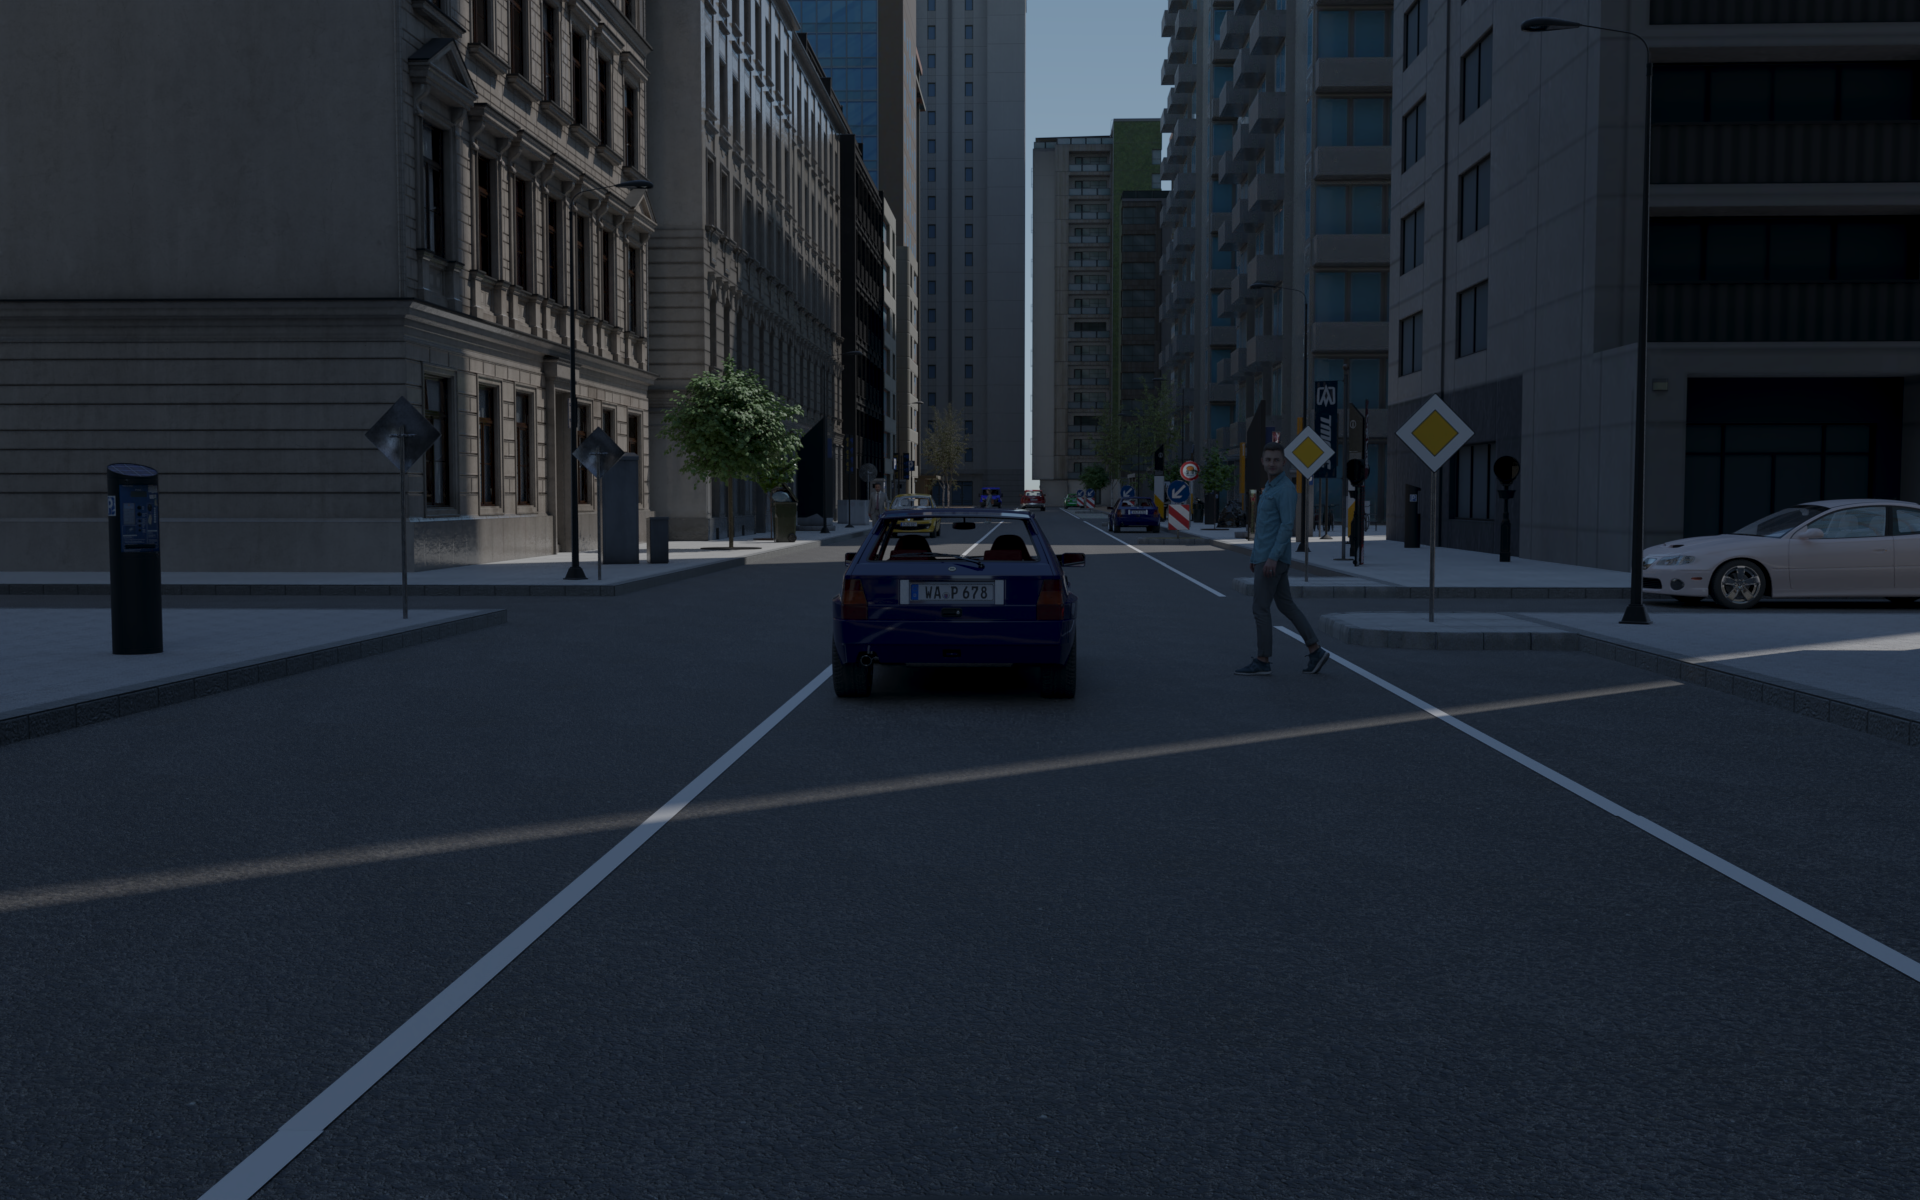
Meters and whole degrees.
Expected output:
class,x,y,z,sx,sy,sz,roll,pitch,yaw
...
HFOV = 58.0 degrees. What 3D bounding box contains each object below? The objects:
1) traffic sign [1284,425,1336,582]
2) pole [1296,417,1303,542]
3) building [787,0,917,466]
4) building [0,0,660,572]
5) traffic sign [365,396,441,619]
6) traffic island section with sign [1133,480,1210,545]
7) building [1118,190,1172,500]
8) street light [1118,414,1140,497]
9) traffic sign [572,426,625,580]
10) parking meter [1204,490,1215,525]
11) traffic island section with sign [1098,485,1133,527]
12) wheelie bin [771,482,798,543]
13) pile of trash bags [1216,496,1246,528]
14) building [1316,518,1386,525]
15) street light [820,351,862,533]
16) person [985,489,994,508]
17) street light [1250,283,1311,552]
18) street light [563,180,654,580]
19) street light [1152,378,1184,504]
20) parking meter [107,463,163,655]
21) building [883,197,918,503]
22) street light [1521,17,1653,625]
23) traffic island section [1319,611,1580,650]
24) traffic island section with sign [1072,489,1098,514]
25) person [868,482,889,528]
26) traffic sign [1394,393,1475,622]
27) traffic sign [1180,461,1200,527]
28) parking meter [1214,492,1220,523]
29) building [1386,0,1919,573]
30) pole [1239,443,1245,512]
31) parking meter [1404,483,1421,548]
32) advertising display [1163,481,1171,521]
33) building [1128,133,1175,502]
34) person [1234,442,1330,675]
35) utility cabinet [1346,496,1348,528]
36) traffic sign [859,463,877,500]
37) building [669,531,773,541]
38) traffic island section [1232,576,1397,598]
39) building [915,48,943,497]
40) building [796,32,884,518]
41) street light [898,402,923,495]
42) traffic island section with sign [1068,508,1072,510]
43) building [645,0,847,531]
class,x,y,z,sx,sy,sz,roll,pitch,yaw
traffic sign,5.066,-1.324,25.285,0.795,2.450,0.064,0,4,2
pole,9.067,-3.198,46.132,0.158,3.312,0.155,0,3,0
building,-10.807,-29.751,136.545,14.600,45.320,14.200,0,4,2
building,-13.250,-10.544,37.025,10.561,19.102,19.286,0,4,2
traffic sign,-5.709,-0.864,17.772,0.795,2.450,0.064,0,4,2
traffic island section with sign,6.161,-2.541,50.174,1.989,1.847,2.006,0,4,2
building,22.219,-24.166,166.810,14.160,30.474,14.107,0,4,2
street light,9.798,-7.804,100.134,1.470,5.913,1.316,0,4,2
traffic sign,-5.368,-1.352,25.750,0.795,2.450,0.064,0,4,2
parking meter,10.463,-4.095,72.667,0.399,1.863,0.255,-3,4,-37
traffic island section with sign,7.310,-4.188,77.105,1.989,1.847,2.006,0,4,2
wheelie bin,-4.676,-2.331,46.020,0.693,1.594,0.980,-1,4,-14
pile of trash bags,11.242,-3.484,66.720,1.912,1.369,3.447,2,4,30
building,24.316,-28.282,82.016,23.786,49.044,30.456,0,4,2
street light,-3.877,-5.133,56.459,1.470,5.913,1.316,0,4,2
person,1.433,-4.655,85.608,0.522,1.701,0.512,0,4,6
street light,7.081,-4.022,38.306,1.470,5.913,1.316,0,4,2
street light,-5.232,-3.258,25.802,1.470,5.913,1.316,0,4,2
street light,8.394,-5.929,69.479,1.470,5.913,1.316,0,4,2
parking meter,-6.638,-0.338,13.937,0.372,1.533,0.369,0,3,0
building,-17.601,-16.574,116.032,27.650,21.520,28.899,0,4,2
street light,6.163,-2.721,17.026,1.470,5.913,1.316,0,4,2
traffic island section,4.749,0.300,17.384,2.009,0.180,2.903,0,4,2
traffic island section with sign,9.463,-7.271,127.504,1.989,1.847,2.006,0,4,2
person,-2.403,-2.595,51.196,0.678,1.792,0.850,0,4,6
traffic sign,4.725,-0.836,17.308,0.795,2.450,0.064,0,4,2
traffic sign,8.851,-4.072,66.676,0.768,2.556,0.104,0,4,5
parking meter,11.259,-4.160,76.424,0.372,1.533,0.369,0,3,0
building,21.647,-36.541,35.697,20.611,71.187,20.563,0,4,2
pole,11.173,-4.572,68.593,0.158,3.312,0.155,0,3,0
parking meter,10.778,-2.008,41.236,0.372,1.533,0.369,0,3,0
advertising display,9.736,-4.761,83.060,0.974,1.923,0.123,-3,5,-40
building,30.796,-27.843,147.116,32.217,40.220,23.993,0,4,2
person,2.550,-0.325,13.674,0.748,1.841,0.638,1,4,11
utility cabinet,15.038,-3.393,66.631,0.306,1.237,1.020,2,4,25
traffic sign,-3.830,-4.401,72.069,0.768,2.556,0.104,0,4,7
building,-11.163,-12.634,55.712,9.793,20.994,18.267,0,4,2
traffic island section,5.090,-0.188,25.362,2.009,0.180,2.903,0,4,2
building,-16.457,-31.156,164.020,28.867,44.769,22.147,0,4,2
building,-10.861,-16.030,91.771,12.332,23.373,15.834,0,4,2
street light,-2.541,-7.008,87.118,1.470,5.913,1.316,0,4,2
traffic island section with sign,10.604,-8.918,154.435,1.989,1.847,2.006,0,4,2
building,-10.656,-13.752,74.003,9.793,20.994,18.267,0,4,2
